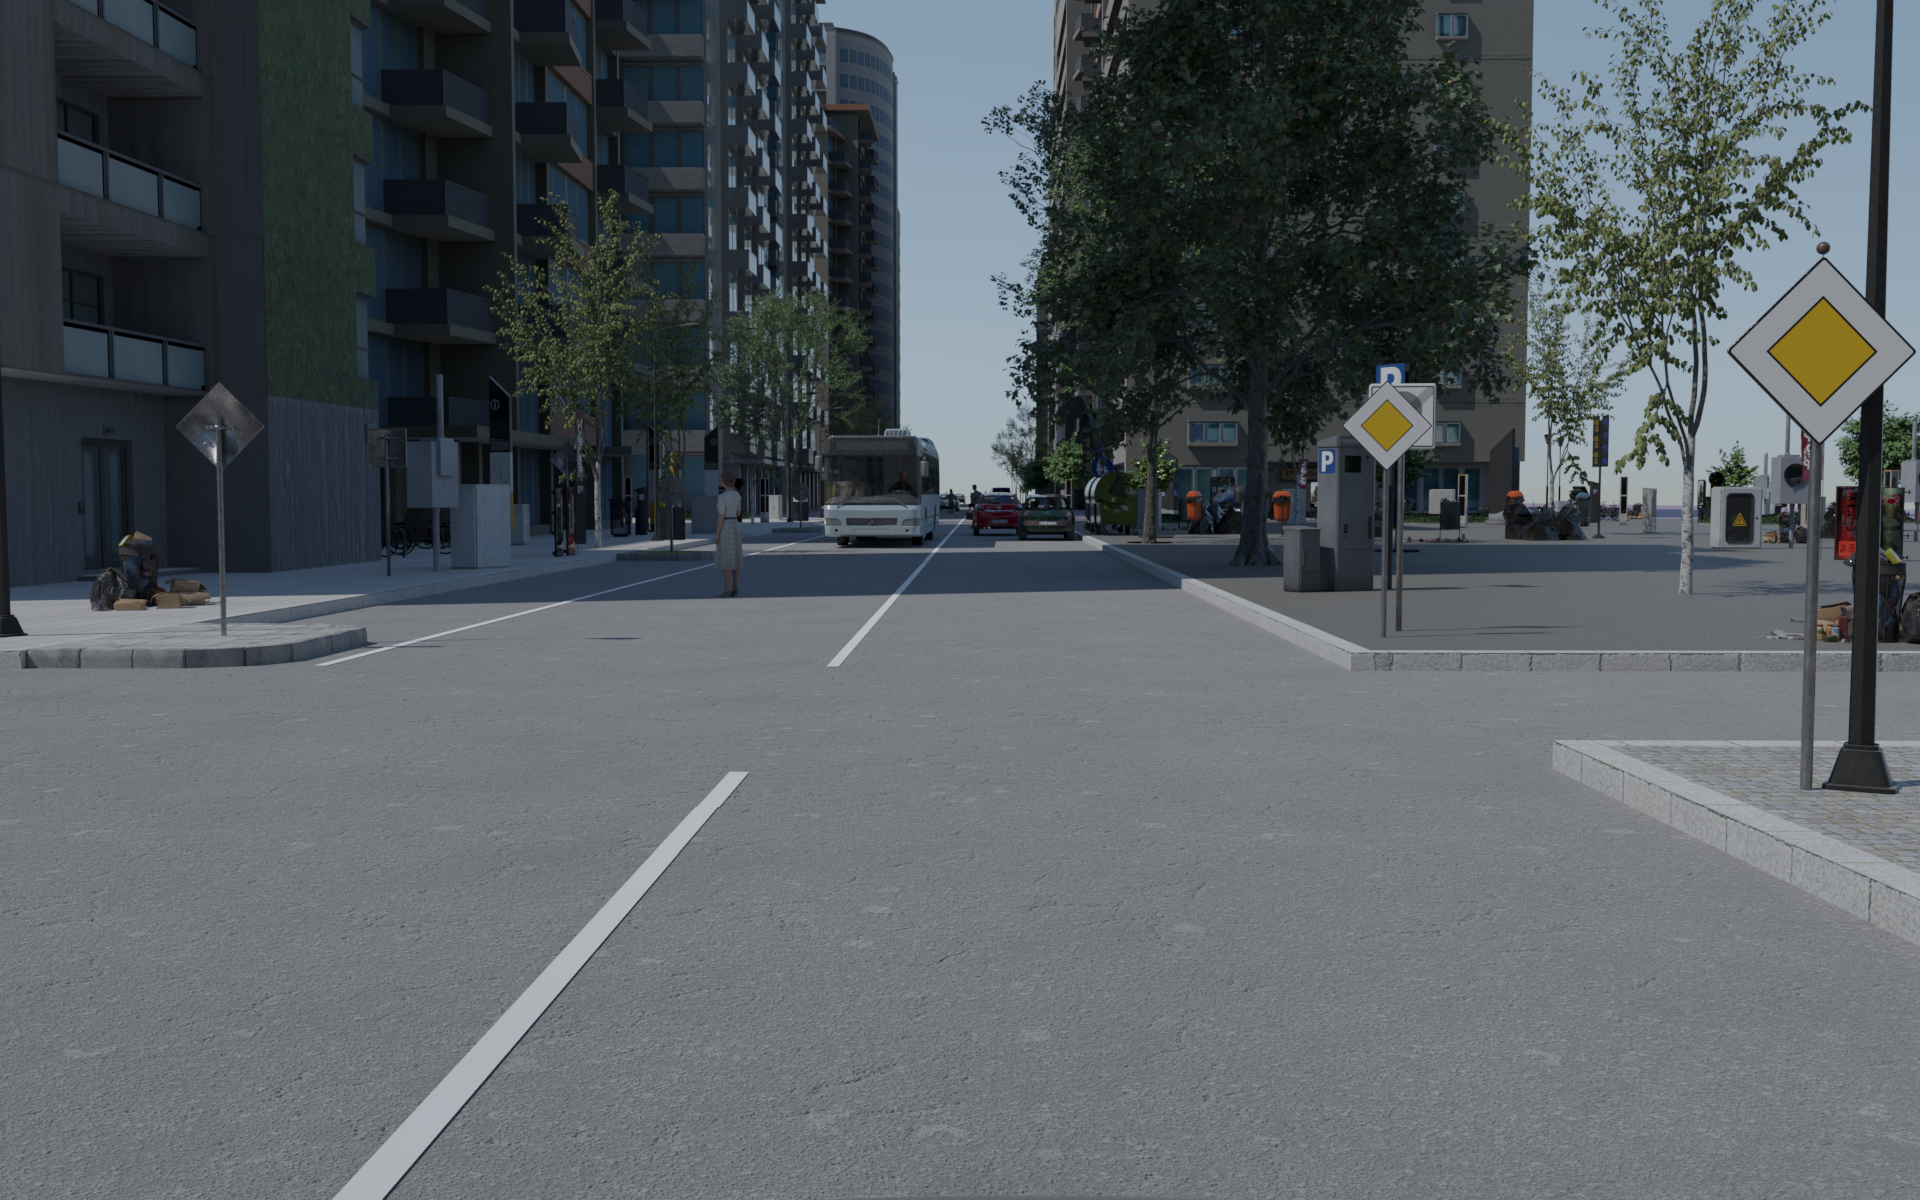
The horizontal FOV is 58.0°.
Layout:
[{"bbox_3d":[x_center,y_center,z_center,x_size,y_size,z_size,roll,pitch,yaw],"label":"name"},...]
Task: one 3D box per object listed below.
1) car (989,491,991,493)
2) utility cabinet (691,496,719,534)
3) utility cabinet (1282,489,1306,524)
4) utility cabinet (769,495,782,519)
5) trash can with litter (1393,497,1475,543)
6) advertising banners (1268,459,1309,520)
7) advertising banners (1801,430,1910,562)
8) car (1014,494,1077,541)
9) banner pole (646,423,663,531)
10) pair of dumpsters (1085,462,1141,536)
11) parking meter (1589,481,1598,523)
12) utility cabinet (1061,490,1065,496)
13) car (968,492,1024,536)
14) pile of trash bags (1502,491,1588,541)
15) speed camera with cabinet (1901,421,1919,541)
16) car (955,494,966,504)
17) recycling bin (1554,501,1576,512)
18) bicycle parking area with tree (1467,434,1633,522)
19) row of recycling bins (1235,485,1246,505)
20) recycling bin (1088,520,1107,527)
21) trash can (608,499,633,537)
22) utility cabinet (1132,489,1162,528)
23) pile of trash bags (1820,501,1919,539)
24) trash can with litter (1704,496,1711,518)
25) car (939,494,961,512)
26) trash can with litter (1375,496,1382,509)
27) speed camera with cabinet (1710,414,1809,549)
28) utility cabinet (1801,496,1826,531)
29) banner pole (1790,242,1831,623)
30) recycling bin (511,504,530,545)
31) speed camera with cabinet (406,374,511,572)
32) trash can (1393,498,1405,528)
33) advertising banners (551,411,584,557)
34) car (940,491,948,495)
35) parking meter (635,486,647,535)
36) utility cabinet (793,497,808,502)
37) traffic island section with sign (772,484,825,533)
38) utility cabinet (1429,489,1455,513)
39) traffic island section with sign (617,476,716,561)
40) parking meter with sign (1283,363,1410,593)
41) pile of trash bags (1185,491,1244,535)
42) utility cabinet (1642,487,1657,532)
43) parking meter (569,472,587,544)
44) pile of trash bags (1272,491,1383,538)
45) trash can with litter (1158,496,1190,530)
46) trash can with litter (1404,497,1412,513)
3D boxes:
[{"bbox_3d":[4.507,-13.282,225.835,2.281,1.827,5.304,0,4,1],"label":"car"},{"bbox_3d":[-8.216,-2.763,56.344,1.020,1.237,0.306,0,4,-1],"label":"utility cabinet"},{"bbox_3d":[14.232,-3.981,73.771,1.173,1.500,0.318,-3,4,-37],"label":"utility cabinet"},{"bbox_3d":[-9.640,-4.794,89.550,1.020,1.237,0.306,3,5,42],"label":"utility cabinet"},{"bbox_3d":[12.716,-2.161,46.394,2.233,1.210,1.678,1,4,11],"label":"trash can with litter"},{"bbox_3d":[16.300,-5.489,85.940,2.074,3.025,0.090,0,4,-8],"label":"advertising banners"},{"bbox_3d":[17.229,-2.281,33.476,0.090,3.025,2.074,-3,5,-44],"label":"advertising banners"},{"bbox_3d":[2.699,-2.735,54.498,2.009,1.686,4.222,0,4,1],"label":"car"},{"bbox_3d":[-10.775,-4.332,60.840,0.863,3.779,0.401,-3,5,-42],"label":"banner pole"},{"bbox_3d":[4.882,-3.218,55.115,1.574,2.255,4.437,0,4,1],"label":"pair of dumpsters"},{"bbox_3d":[28.178,-4.355,76.913,0.399,1.863,0.255,0,4,5],"label":"parking meter"},{"bbox_3d":[5.362,-4.900,88.786,0.318,1.500,1.173,0,4,-3],"label":"utility cabinet"},{"bbox_3d":[1.344,-3.168,60.834,2.155,1.783,4.494,0,4,0],"label":"car"},{"bbox_3d":[16.334,-2.414,49.215,1.912,1.369,3.447,0,4,-6],"label":"pile of trash bags"},{"bbox_3d":[25.285,-3.204,46.721,2.038,3.252,0.660,-1,4,-14],"label":"speed camera with cabinet"},{"bbox_3d":[-0.113,-14.596,247.683,2.155,1.783,4.494,0,4,1],"label":"car"},{"bbox_3d":[22.450,-3.172,64.417,0.722,1.027,0.722,0,4,2],"label":"recycling bin"},{"bbox_3d":[29.068,-6.009,85.242,9.016,4.147,8.231,3,4,38],"label":"bicycle parking area with tree"},{"bbox_3d":[13.545,-4.743,84.661,1.069,1.692,3.534,0,4,3],"label":"row of recycling bins"},{"bbox_3d":[5.451,-3.430,68.632,0.722,1.027,0.722,0,4,-2],"label":"recycling bin"},{"bbox_3d":[-10.161,-2.459,51.858,0.748,1.137,0.748,0,3,0],"label":"trash can"},{"bbox_3d":[6.996,-3.458,65.209,1.173,1.500,0.318,2,4,30],"label":"utility cabinet"},{"bbox_3d":[26.141,-2.408,49.115,1.912,1.369,3.447,-1,4,-23],"label":"pile of trash bags"},{"bbox_3d":[39.030,-4.805,89.955,1.055,1.170,0.624,-2,4,-31],"label":"trash can with litter"},{"bbox_3d":[-0.982,-8.044,143.311,2.131,1.459,4.920,0,4,2],"label":"car"},{"bbox_3d":[21.649,-4.779,89.523,0.624,1.170,1.055,0,4,-7],"label":"trash can with litter"},{"bbox_3d":[18.772,-2.831,40.624,2.038,3.252,0.660,0,4,2],"label":"speed camera with cabinet"},{"bbox_3d":[29.247,-2.948,59.354,1.020,1.237,0.306,-2,4,-32],"label":"utility cabinet"},{"bbox_3d":[8.447,-1.655,17.082,0.401,3.779,0.863,2,4,29],"label":"banner pole"},{"bbox_3d":[-11.241,-1.896,43.553,0.722,1.027,0.722,0,4,-4],"label":"recycling bin"},{"bbox_3d":[-8.513,-2.148,29.453,0.660,3.252,2.038,1,4,23],"label":"speed camera with cabinet"},{"bbox_3d":[16.520,-3.305,65.691,0.748,1.137,0.748,0,3,0],"label":"trash can"},{"bbox_3d":[-8.129,-2.437,36.028,0.090,3.025,2.074,0,4,5],"label":"advertising banners"},{"bbox_3d":[-1.534,-9.383,163.003,1.945,1.707,3.694,0,4,3],"label":"car"},{"bbox_3d":[-9.963,-2.794,54.095,0.372,1.533,0.369,0,3,0],"label":"parking meter"},{"bbox_3d":[-8.032,-4.653,87.233,0.306,1.237,1.020,-2,4,-35],"label":"utility cabinet"},{"bbox_3d":[-5.946,-3.442,64.906,1.989,1.847,2.006,0,4,1],"label":"traffic island section with sign"},{"bbox_3d":[23.068,-4.541,82.921,1.173,1.500,0.318,3,4,37],"label":"utility cabinet"},{"bbox_3d":[-6.354,-1.794,37.954,1.989,1.847,2.006,0,4,1],"label":"traffic island section with sign"},{"bbox_3d":[5.093,-1.632,22.947,1.738,3.016,0.543,-2,4,-29],"label":"parking meter with sign"},{"bbox_3d":[8.149,-2.800,55.528,1.912,1.369,3.447,2,4,33],"label":"pile of trash bags"},{"bbox_3d":[23.045,-3.008,57.858,0.318,1.500,1.173,2,4,29],"label":"utility cabinet"},{"bbox_3d":[-9.806,-2.369,44.451,0.255,1.863,0.399,3,5,39],"label":"parking meter"},{"bbox_3d":[11.051,-2.567,51.717,3.447,1.369,1.912,1,4,8],"label":"pile of trash bags"},{"bbox_3d":[7.653,-3.105,61.829,2.233,1.210,1.678,-3,5,-42],"label":"trash can with litter"},{"bbox_3d":[23.222,-4.761,89.234,1.055,1.170,0.624,1,4,10],"label":"trash can with litter"}]
